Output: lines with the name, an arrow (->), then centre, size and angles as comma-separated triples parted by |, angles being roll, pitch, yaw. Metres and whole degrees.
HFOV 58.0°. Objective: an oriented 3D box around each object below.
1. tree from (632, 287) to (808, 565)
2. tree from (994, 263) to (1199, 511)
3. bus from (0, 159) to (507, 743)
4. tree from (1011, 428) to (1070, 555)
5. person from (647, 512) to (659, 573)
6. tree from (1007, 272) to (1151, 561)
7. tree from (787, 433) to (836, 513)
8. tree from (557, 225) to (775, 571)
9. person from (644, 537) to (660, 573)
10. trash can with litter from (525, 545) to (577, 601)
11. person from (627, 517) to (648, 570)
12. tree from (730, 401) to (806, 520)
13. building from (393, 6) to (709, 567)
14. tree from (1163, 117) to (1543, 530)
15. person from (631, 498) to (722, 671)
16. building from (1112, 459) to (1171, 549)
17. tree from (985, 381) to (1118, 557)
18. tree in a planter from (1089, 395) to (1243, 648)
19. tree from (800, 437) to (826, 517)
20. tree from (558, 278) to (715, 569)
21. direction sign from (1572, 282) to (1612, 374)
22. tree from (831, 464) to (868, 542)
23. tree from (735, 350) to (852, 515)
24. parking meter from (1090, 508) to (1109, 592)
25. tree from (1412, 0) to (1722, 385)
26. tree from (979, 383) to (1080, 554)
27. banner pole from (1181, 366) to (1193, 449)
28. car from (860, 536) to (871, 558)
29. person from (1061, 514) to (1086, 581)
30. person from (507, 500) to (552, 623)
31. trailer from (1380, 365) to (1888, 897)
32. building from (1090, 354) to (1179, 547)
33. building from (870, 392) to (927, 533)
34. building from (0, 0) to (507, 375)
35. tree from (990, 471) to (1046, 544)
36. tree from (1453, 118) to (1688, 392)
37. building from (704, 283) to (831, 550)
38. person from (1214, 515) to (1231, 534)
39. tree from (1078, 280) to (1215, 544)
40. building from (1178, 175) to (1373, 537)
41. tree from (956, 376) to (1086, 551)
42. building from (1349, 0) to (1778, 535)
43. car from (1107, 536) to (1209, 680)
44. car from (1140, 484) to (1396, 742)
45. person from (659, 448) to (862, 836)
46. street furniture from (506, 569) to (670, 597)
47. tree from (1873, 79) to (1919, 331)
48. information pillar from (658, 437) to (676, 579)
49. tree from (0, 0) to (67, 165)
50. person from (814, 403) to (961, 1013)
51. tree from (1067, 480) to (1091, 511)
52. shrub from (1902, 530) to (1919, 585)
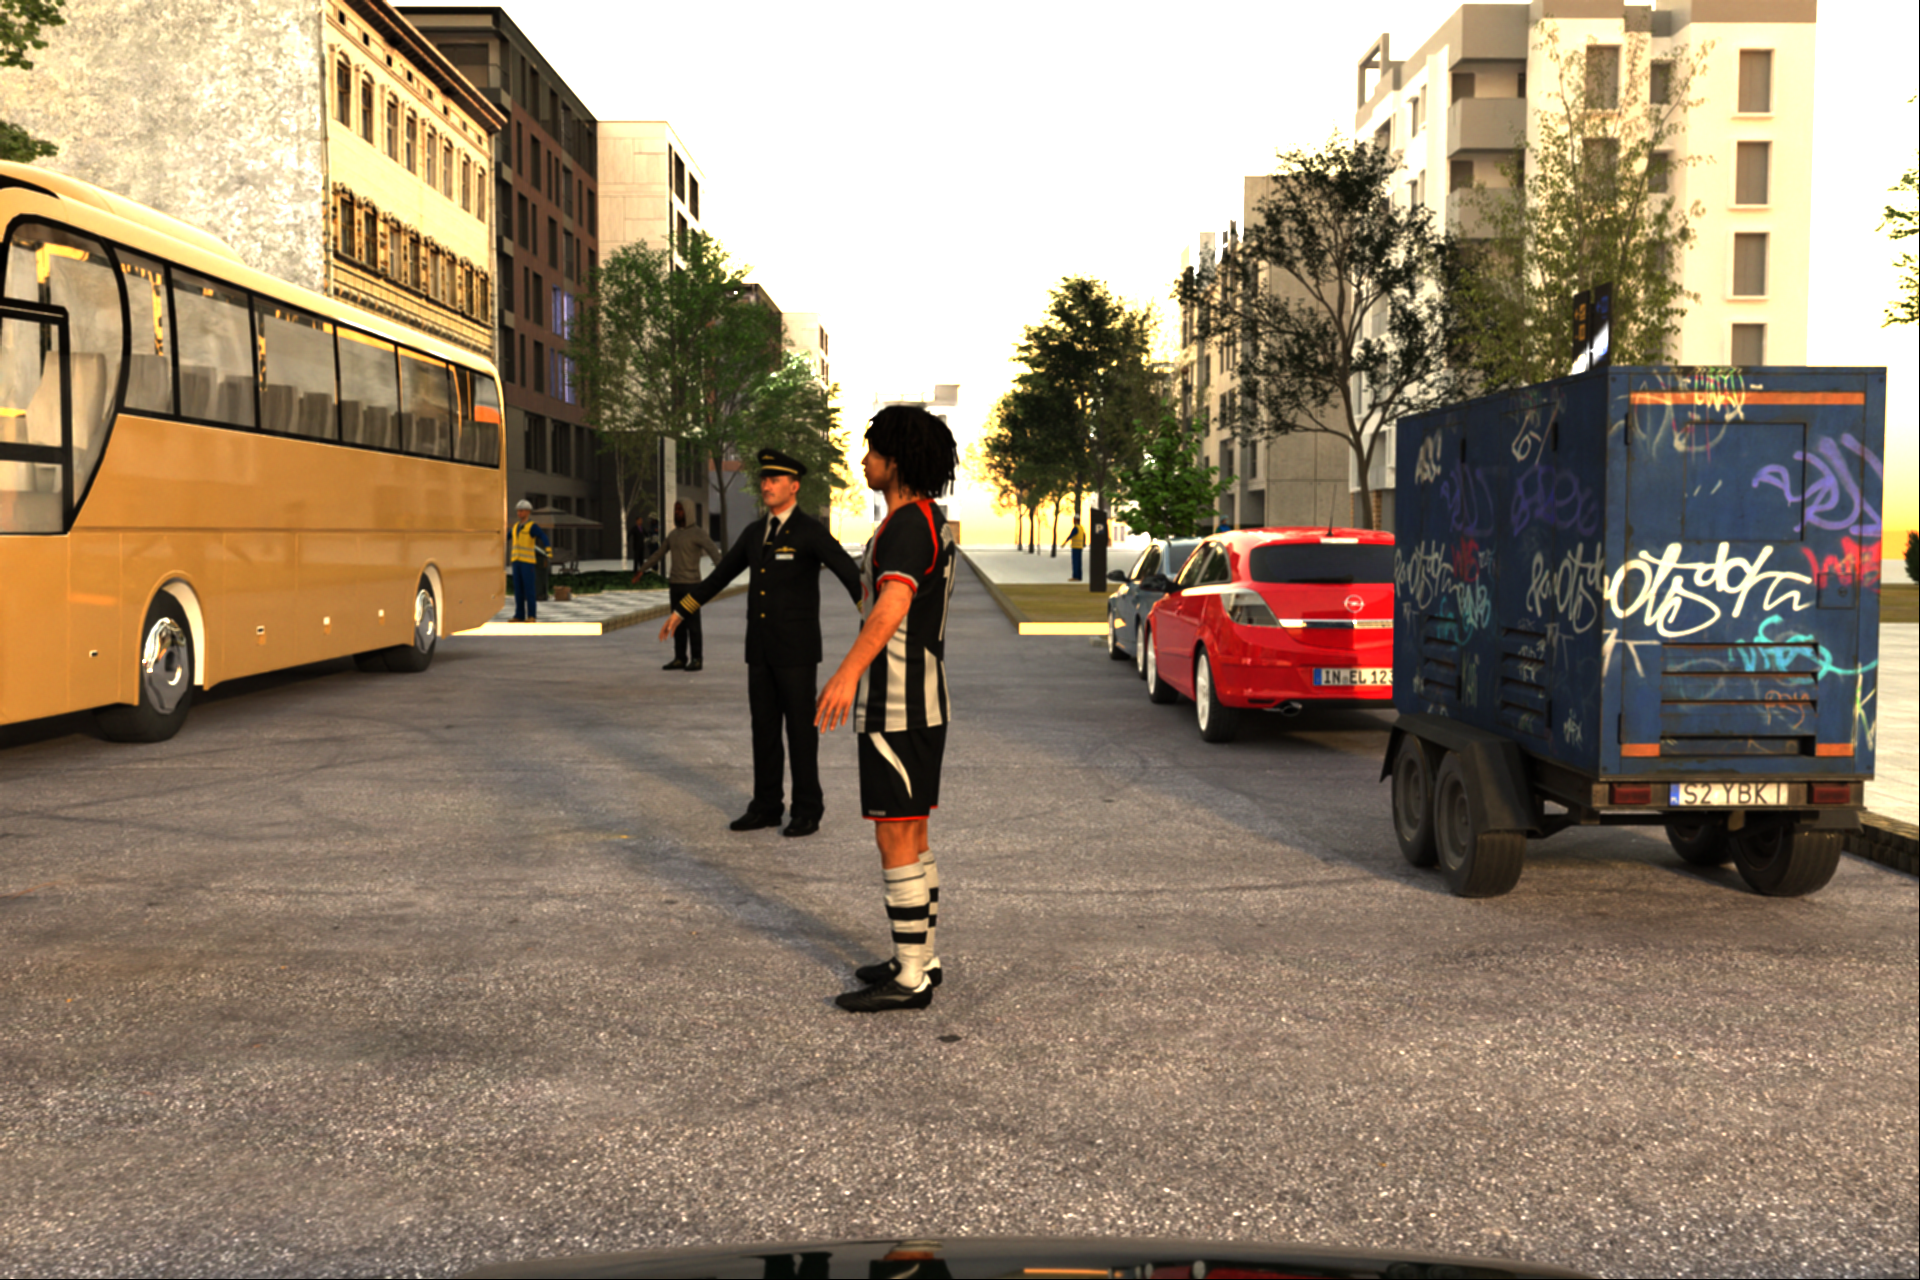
tree -> -9.937, -8.935, 71.836 | 9.928, 11.665, 9.643 | 0, 3, 0
tree -> 4.716, -7.719, 60.615 | 7.601, 10.594, 8.767 | -1, 4, -17
bus -> -6.701, -1.440, 15.090 | 2.896, 3.916, 12.252 | 0, 4, -1
tree -> 4.591, -9.512, 105.888 | 4.360, 8.622, 3.978 | 0, 3, 0
person -> -8.185, -2.471, 46.173 | 0.705, 1.856, 1.354 | -1, 4, -13
tree -> 5.508, -9.640, 75.735 | 7.486, 12.596, 7.792 | 0, 3, 0
tree -> -10.602, -10.354, 119.657 | 4.737, 8.622, 4.395 | 0, 3, 0
tree -> -9.807, -8.102, 58.221 | 9.928, 11.665, 9.643 | 0, 3, 0
person -> -9.919, -3.144, 57.583 | 1.347, 1.806, 0.705 | -2, 4, -25
trash can with litter -> -7.909, -1.339, 33.288 | 1.055, 1.170, 0.624 | 0, 4, -1
person -> -9.758, -2.847, 52.766 | 0.704, 1.802, 1.346 | 3, 4, 36
tree -> -11.053, -8.821, 94.578 | 4.360, 8.622, 3.978 | 0, 3, 0
building -> -28.372, -14.660, 83.671 | 27.936, 21.610, 32.646 | 0, 4, 0
tree -> 9.049, -6.363, 38.449 | 8.767, 10.594, 7.601 | -1, 4, -17
person -> -2.909, -0.590, 18.229 | 1.348, 1.813, 0.705 | 3, 4, 36
building -> 19.139, -12.880, 152.734 | 9.099, 9.664, 28.070 | 0, 4, 0
tree -> 5.291, -9.808, 94.775 | 8.767, 10.594, 7.601 | -2, 4, -30
tree in a planter -> 2.692, -1.539, 22.391 | 1.991, 3.239, 1.994 | 0, 4, 0
tree -> -11.295, -10.758, 126.253 | 4.737, 8.622, 4.395 | 0, 3, 0
tree -> -10.023, -6.127, 50.543 | 4.360, 8.622, 3.978 | 0, 3, 0
direction sign -> 5.823, -1.471, 16.054 | 0.379, 3.537, 0.876 | 0, 4, -1
tree -> -15.111, -17.477, 220.161 | 7.601, 10.594, 8.767 | 0, 4, 3
tree -> -10.250, -11.518, 106.453 | 7.486, 12.596, 7.792 | 0, 3, 0
parking meter -> 3.075, -1.993, 38.290 | 0.399, 1.863, 0.255 | 0, 4, -2
tree -> 8.669, -4.497, 23.883 | 4.360, 8.622, 3.978 | 0, 3, 0
tree -> 4.799, -11.531, 114.292 | 9.928, 11.665, 9.643 | 0, 3, 0
banner pole -> 3.362, -2.181, 25.681 | 0.401, 3.779, 0.863 | 0, 4, -2
car -> -3.682, -4.284, 82.399 | 2.083, 1.381, 4.827 | 0, 4, -1
person -> 3.159, -2.526, 47.271 | 0.705, 1.833, 1.349 | 2, 4, 31
person -> -6.355, -1.136, 25.033 | 1.216, 1.772, 0.721 | 2, 4, 28
trailer -> 2.637, -0.050, 7.859 | 1.471, 1.999, 3.904 | 0, 4, -1
building -> 19.476, -20.446, 190.705 | 16.016, 20.090, 11.380 | 0, 4, -1
building -> -11.111, -22.230, 222.330 | 11.380, 20.090, 16.016 | 0, 4, 5
building -> -26.076, -13.657, 54.224 | 19.493, 23.208, 18.063 | 0, 4, -1
tree -> 7.355, -17.303, 217.312 | 7.601, 10.594, 8.767 | 0, 4, -4
tree -> 10.893, -4.904, 30.549 | 4.737, 8.622, 4.395 | 0, 3, 0
building -> -26.865, -19.159, 157.228 | 27.936, 21.610, 32.646 | 0, 3, 0
person -> 7.435, -2.594, 48.535 | 1.347, 1.817, 0.704 | -3, 5, -44
tree -> 5.641, -6.112, 50.290 | 4.360, 8.622, 3.978 | 0, 3, 0
building -> 22.264, -13.926, 94.153 | 16.747, 18.905, 31.486 | 0, 4, 0
tree -> 4.697, -13.501, 131.104 | 12.009, 13.543, 11.850 | 0, 3, 0
building -> 20.566, -12.878, 66.980 | 16.016, 20.090, 11.380 | 0, 4, 0
car -> 2.604, -0.385, 18.291 | 2.014, 1.417, 4.499 | 0, 4, -1
car -> 2.525, -0.267, 13.408 | 2.155, 1.783, 4.494 | 0, 4, -1
person -> -0.872, 0.003, 8.339 | 1.347, 1.837, 0.705 | 2, 4, 32
street furniture -> -11.258, -1.338, 37.511 | 10.072, 0.657, 5.734 | -1, 4, -13
tree -> 19.118, -6.263, 28.156 | 9.928, 11.665, 9.643 | 0, 3, 0
information pillar -> -7.184, -3.135, 42.577 | 0.184, 3.620, 1.656 | 0, 4, 0
tree -> -12.844, -6.061, 17.217 | 7.486, 12.596, 7.792 | 0, 3, 0
person -> -0.201, 0.201, 5.314 | 0.704, 1.843, 1.345 | 0, 4, 7
tree -> 17.212, -17.955, 219.323 | 9.928, 11.665, 9.643 | 0, 3, 0
shrub -> 22.960, -2.232, 40.539 | 1.661, 2.075, 1.752 | 0, 3, 0
